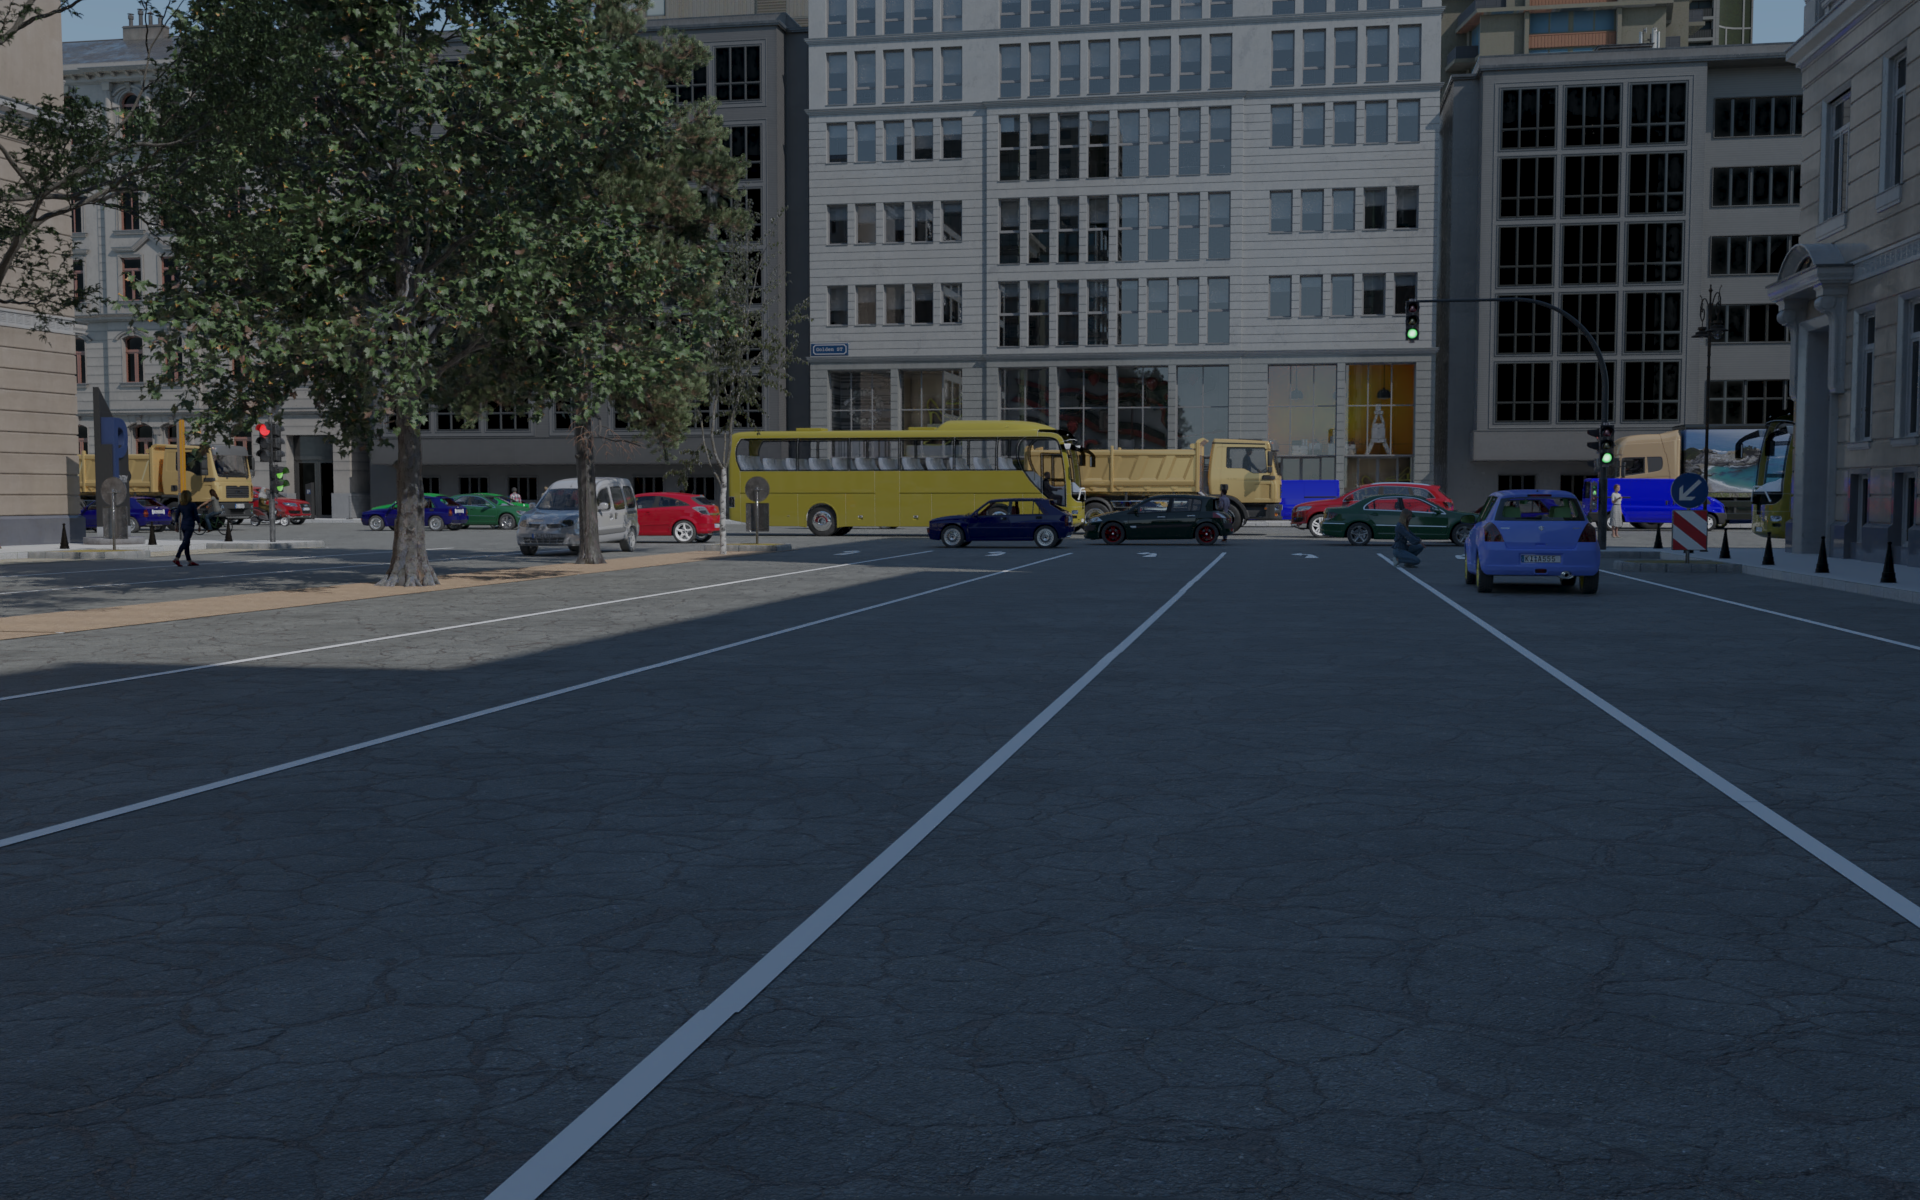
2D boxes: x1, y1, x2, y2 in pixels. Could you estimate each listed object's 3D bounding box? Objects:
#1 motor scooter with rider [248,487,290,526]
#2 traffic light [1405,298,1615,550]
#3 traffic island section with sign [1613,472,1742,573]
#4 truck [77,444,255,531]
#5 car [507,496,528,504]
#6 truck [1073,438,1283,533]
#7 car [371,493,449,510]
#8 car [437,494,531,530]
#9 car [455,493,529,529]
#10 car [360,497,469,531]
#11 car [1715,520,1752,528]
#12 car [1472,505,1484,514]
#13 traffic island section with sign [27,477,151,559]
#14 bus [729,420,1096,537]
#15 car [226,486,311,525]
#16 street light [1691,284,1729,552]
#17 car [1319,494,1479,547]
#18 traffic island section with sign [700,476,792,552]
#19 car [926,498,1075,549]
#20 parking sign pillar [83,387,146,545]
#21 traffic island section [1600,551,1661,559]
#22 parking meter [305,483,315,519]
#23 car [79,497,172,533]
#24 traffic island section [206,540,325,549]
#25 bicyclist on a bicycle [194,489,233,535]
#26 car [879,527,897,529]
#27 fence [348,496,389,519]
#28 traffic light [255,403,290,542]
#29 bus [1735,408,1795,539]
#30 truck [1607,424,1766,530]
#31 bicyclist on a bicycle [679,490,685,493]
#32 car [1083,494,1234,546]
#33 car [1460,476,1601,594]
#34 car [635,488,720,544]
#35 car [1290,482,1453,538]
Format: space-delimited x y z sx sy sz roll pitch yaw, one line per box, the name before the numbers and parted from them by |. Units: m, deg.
motor scooter with rider | -30.656 -4.147 76.771 1.986 1.779 0.876 1 4 9
traffic light | 12.715 -4.003 40.123 4.771 5.953 1.251 1 4 11
traffic island section with sign | 13.416 -1.463 32.545 1.989 1.847 2.006 1 4 11
truck | -32.162 -4.434 68.420 9.791 3.379 3.469 1 4 11
car | -22.588 -4.311 83.058 3.894 1.354 1.945 1 4 12
truck | 7.289 -4.002 61.353 9.791 3.379 3.469 1 4 11
car | -24.791 -4.313 79.321 4.718 1.807 1.959 1 4 12
car | -19.372 -3.587 70.446 4.920 1.459 2.131 1 4 12
car | -20.448 -3.925 72.978 4.718 1.807 1.959 1 4 11
car | -21.286 -3.364 67.588 3.894 1.354 1.945 1 4 10
car | 32.913 -3.864 72.774 3.694 1.707 1.945 1 4 9
car | 15.871 -2.332 50.708 3.894 1.354 1.945 1 4 10
traffic island section with sign | -19.422 -1.854 38.947 1.989 1.847 2.006 1 4 11
bus | -1.654 -4.120 58.911 12.252 3.916 2.896 1 4 11
car | -32.840 -4.399 80.593 5.304 1.827 2.281 1 4 9
street light | 16.537 -4.008 38.322 0.468 5.910 1.993 1 4 11
car | 12.543 -2.236 48.351 4.920 1.459 2.131 1 4 12
traffic island section with sign | -5.342 -2.196 44.046 2.006 1.907 1.989 1 4 11
car | 1.105 -2.079 46.566 3.894 1.354 1.945 1 4 10
parking sign pillar | -21.671 -3.413 44.271 1.447 3.967 1.447 -1 4 -8
traffic island section | 14.824 -1.083 39.980 2.009 0.180 2.903 1 4 11
parking meter | -32.957 -5.021 87.800 0.399 1.863 0.255 1 4 12
car | -31.600 -3.186 64.674 3.894 1.354 1.945 1 4 11
traffic island section | -18.373 -1.468 46.277 2.009 0.180 2.903 1 4 11
bicyclist on a bicycle | -26.045 -3.073 60.262 1.625 1.676 1.499 1 4 11
car | -4.289 -3.835 71.498 4.718 1.807 1.959 1 4 10
fence | -30.003 -4.694 87.955 2.264 1.192 0.480 0 4 4
traffic light | -18.336 -3.499 46.135 0.839 4.253 0.868 1 4 11
bus | 25.675 -3.089 42.046 12.252 3.916 2.896 1 4 10
truck | 31.493 -4.975 70.259 11.283 4.237 2.839 1 4 11
bicyclist on a bicycle | -12.527 -4.139 77.686 1.625 1.676 1.499 1 4 9
car | 5.606 -2.397 48.982 4.222 1.686 2.009 1 4 9
car | 8.623 -1.021 26.289 1.945 1.707 3.694 1 4 12
car | -9.281 -2.579 51.200 4.494 1.783 2.155 1 4 9
car | 13.575 -2.958 57.035 5.304 1.827 2.281 1 4 12
